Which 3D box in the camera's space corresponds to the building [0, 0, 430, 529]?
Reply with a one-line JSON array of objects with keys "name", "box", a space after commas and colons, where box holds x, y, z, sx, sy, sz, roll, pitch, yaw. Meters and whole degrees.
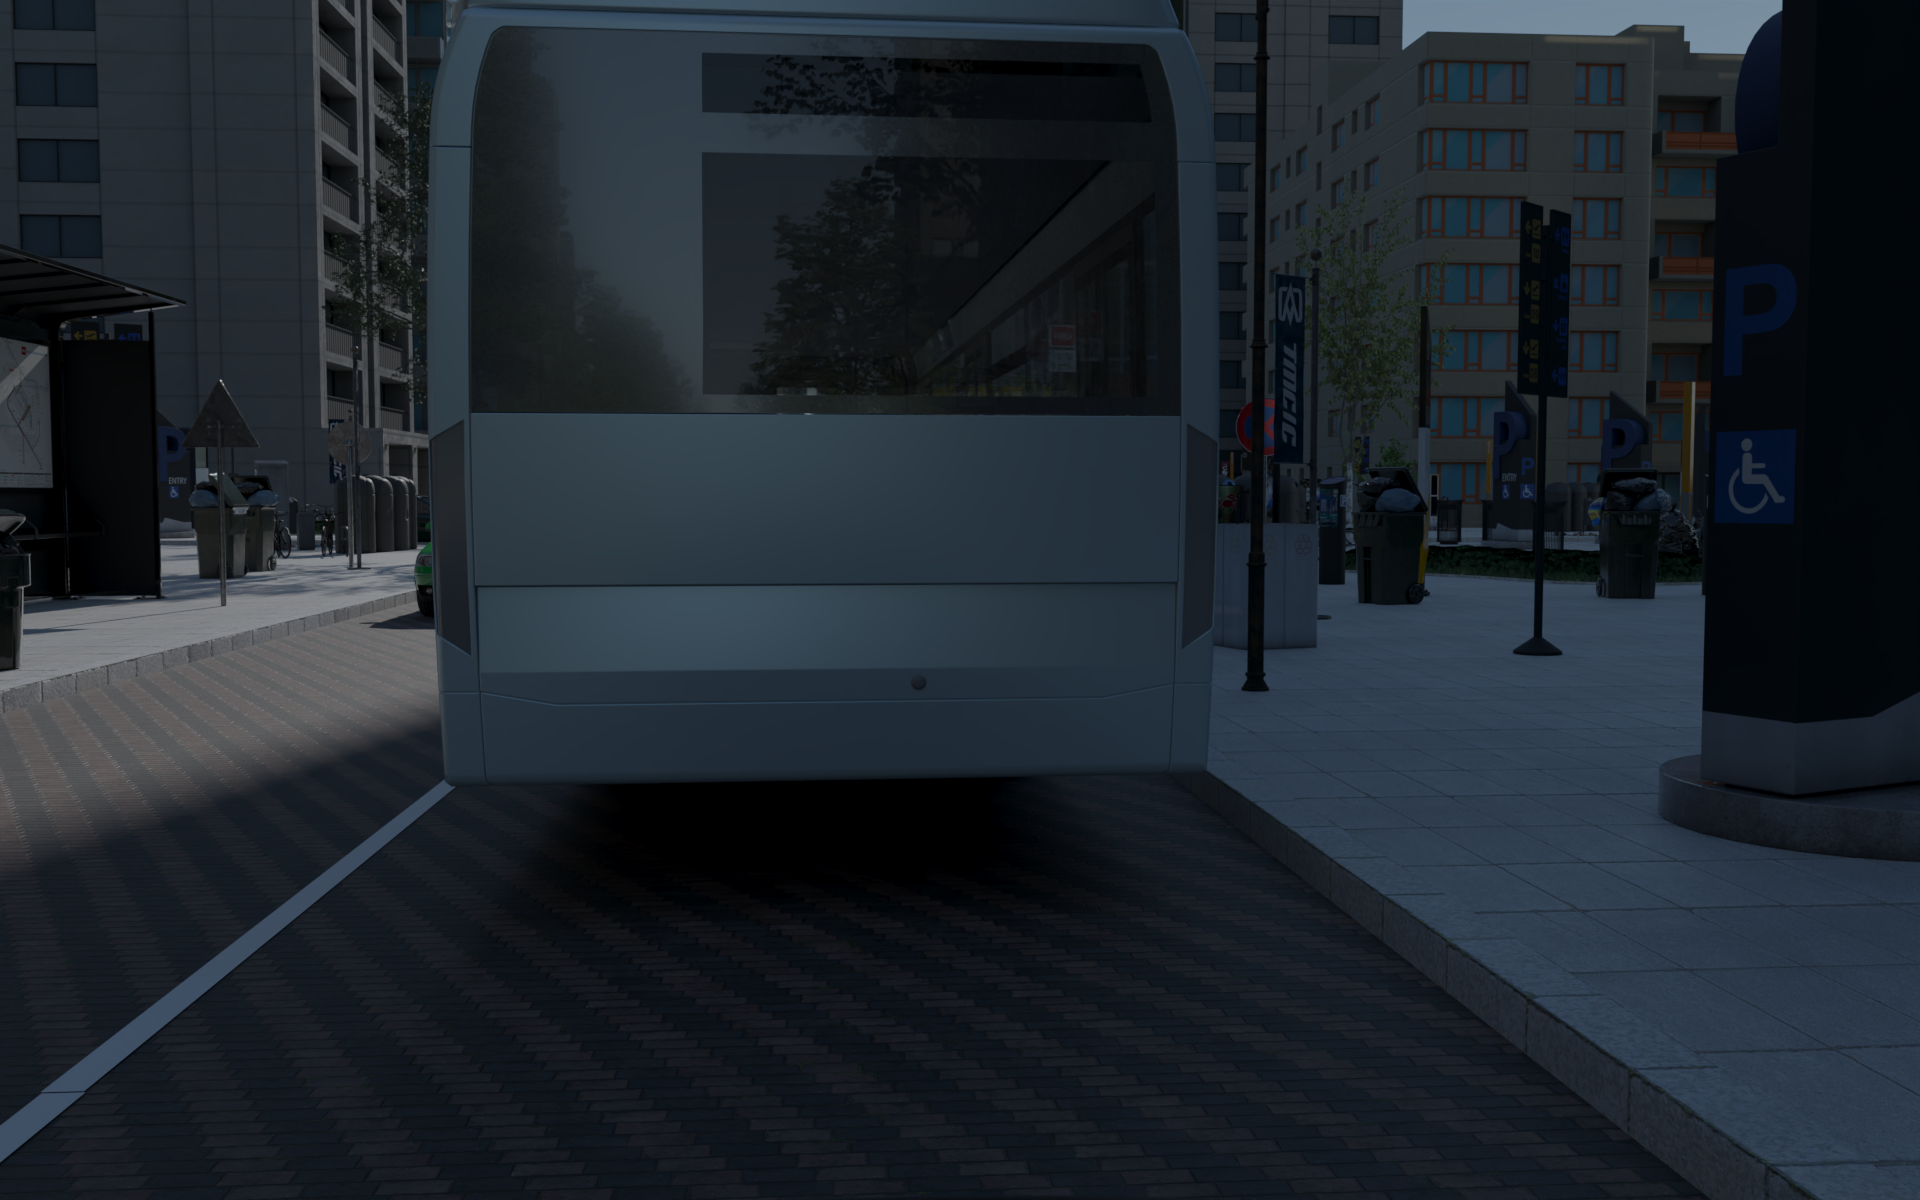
[{"name": "building", "box": [-32.366, -38.729, 71.472, 20.563, 71.187, 20.611, 0, 4, -5]}]

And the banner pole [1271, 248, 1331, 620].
[{"name": "banner pole", "box": [3.445, -1.686, 17.586, 0.863, 3.779, 0.401, -3, 5, -39]}]

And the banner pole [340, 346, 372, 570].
[{"name": "banner pole", "box": [-10.144, -2.396, 29.185, 0.401, 3.779, 0.863, -1, 4, -23]}]

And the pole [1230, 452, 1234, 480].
[{"name": "pole", "box": [13.295, -5.558, 84.709, 0.158, 3.312, 0.155, 0, 3, 0]}]

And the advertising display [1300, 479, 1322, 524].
[{"name": "advertising display", "box": [14.616, -4.097, 72.199, 0.974, 1.923, 0.123, -1, 4, -16]}]

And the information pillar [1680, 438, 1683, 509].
[{"name": "information pillar", "box": [26.569, -4.420, 63.630, 0.183, 3.616, 0.504, 1, 4, 11]}]

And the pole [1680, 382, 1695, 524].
[{"name": "pole", "box": [13.272, -2.309, 31.603, 0.158, 3.312, 0.155, 0, 3, 0]}]

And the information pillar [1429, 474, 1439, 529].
[{"name": "information pillar", "box": [17.641, -3.665, 64.421, 0.304, 2.012, 0.304, 1, 4, 18]}]

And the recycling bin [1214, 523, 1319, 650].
[{"name": "recycling bin", "box": [2.536, -0.127, 14.637, 0.722, 1.027, 0.722, -2, 4, -23]}]

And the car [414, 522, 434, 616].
[{"name": "car", "box": [-5.587, -0.798, 21.837, 1.959, 1.807, 4.718, 0, 4, -4]}]

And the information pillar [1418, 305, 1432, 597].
[{"name": "information pillar", "box": [5.842, -1.862, 21.805, 0.183, 3.616, 0.504, 1, 4, 22]}]

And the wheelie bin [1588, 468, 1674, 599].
[{"name": "wheelie bin", "box": [8.283, -0.823, 21.360, 0.980, 1.594, 0.693, 0, 4, 8]}]

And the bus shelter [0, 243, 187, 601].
[{"name": "bus shelter", "box": [-10.004, -1.637, 18.051, 1.731, 3.624, 6.357, 0, 4, -5]}]

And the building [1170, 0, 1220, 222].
[{"name": "building", "box": [13.450, -40.754, 104.579, 20.563, 71.187, 20.611, 0, 4, -5]}]

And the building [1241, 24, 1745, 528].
[{"name": "building", "box": [30.658, -14.370, 79.994, 28.899, 21.520, 27.650, 0, 4, -5]}]

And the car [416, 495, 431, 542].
[{"name": "car", "box": [-14.572, -2.251, 46.597, 4.222, 1.686, 2.009, 0, 4, -3]}]

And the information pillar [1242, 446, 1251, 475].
[{"name": "information pillar", "box": [13.117, -5.380, 79.316, 0.504, 3.616, 0.183, 1, 4, 8]}]

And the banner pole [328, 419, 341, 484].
[{"name": "banner pole", "box": [-18.124, -3.724, 50.912, 0.863, 3.779, 0.401, -2, 4, -30]}]

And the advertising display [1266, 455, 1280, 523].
[{"name": "advertising display", "box": [5.029, -1.410, 28.260, 0.123, 1.923, 0.974, 0, 4, -5]}]

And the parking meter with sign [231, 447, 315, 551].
[{"name": "parking meter with sign", "box": [-15.600, -2.632, 39.299, 1.738, 3.016, 0.543, -2, 4, -30]}]

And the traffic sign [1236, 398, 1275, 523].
[{"name": "traffic sign", "box": [4.045, -1.405, 23.074, 0.768, 2.556, 0.104, 0, 4, 2]}]

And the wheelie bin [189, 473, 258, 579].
[{"name": "wheelie bin", "box": [-11.304, -1.132, 26.410, 0.693, 1.594, 0.980, 0, 4, 0]}]

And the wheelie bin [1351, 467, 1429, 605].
[{"name": "wheelie bin", "box": [5.011, -0.754, 20.230, 0.693, 1.594, 0.980, -2, 4, -28]}]

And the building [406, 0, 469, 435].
[{"name": "building", "box": [-48.389, -33.978, 175.155, 30.456, 49.044, 23.786, 0, 4, -5]}]

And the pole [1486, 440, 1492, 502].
[{"name": "pole", "box": [19.961, -4.377, 65.399, 0.158, 3.312, 0.155, 0, 3, 0]}]

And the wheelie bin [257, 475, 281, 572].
[{"name": "wheelie bin", "box": [-11.770, -1.276, 28.776, 0.980, 1.594, 0.693, 0, 4, 0]}]

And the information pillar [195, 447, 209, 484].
[{"name": "information pillar", "box": [-24.347, -3.934, 55.673, 0.504, 3.616, 0.183, 2, 4, 25]}]

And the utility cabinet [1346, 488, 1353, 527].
[{"name": "utility cabinet", "box": [14.586, -3.483, 65.625, 0.318, 1.500, 1.173, 2, 4, 25]}]

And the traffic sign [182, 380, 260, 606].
[{"name": "traffic sign", "box": [-8.431, -1.208, 19.758, 0.884, 2.594, 0.081, 0, 4, 0]}]

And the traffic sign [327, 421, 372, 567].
[{"name": "traffic sign", "box": [-10.706, -1.852, 30.392, 0.768, 2.556, 0.104, 0, 4, -4]}]

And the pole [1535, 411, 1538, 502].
[{"name": "pole", "box": [14.157, -2.964, 42.309, 0.158, 3.312, 0.155, 0, 3, 0]}]

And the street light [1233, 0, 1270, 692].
[{"name": "street light", "box": [1.930, -2.346, 11.144, 0.468, 5.910, 1.993, 0, 4, -5]}]
